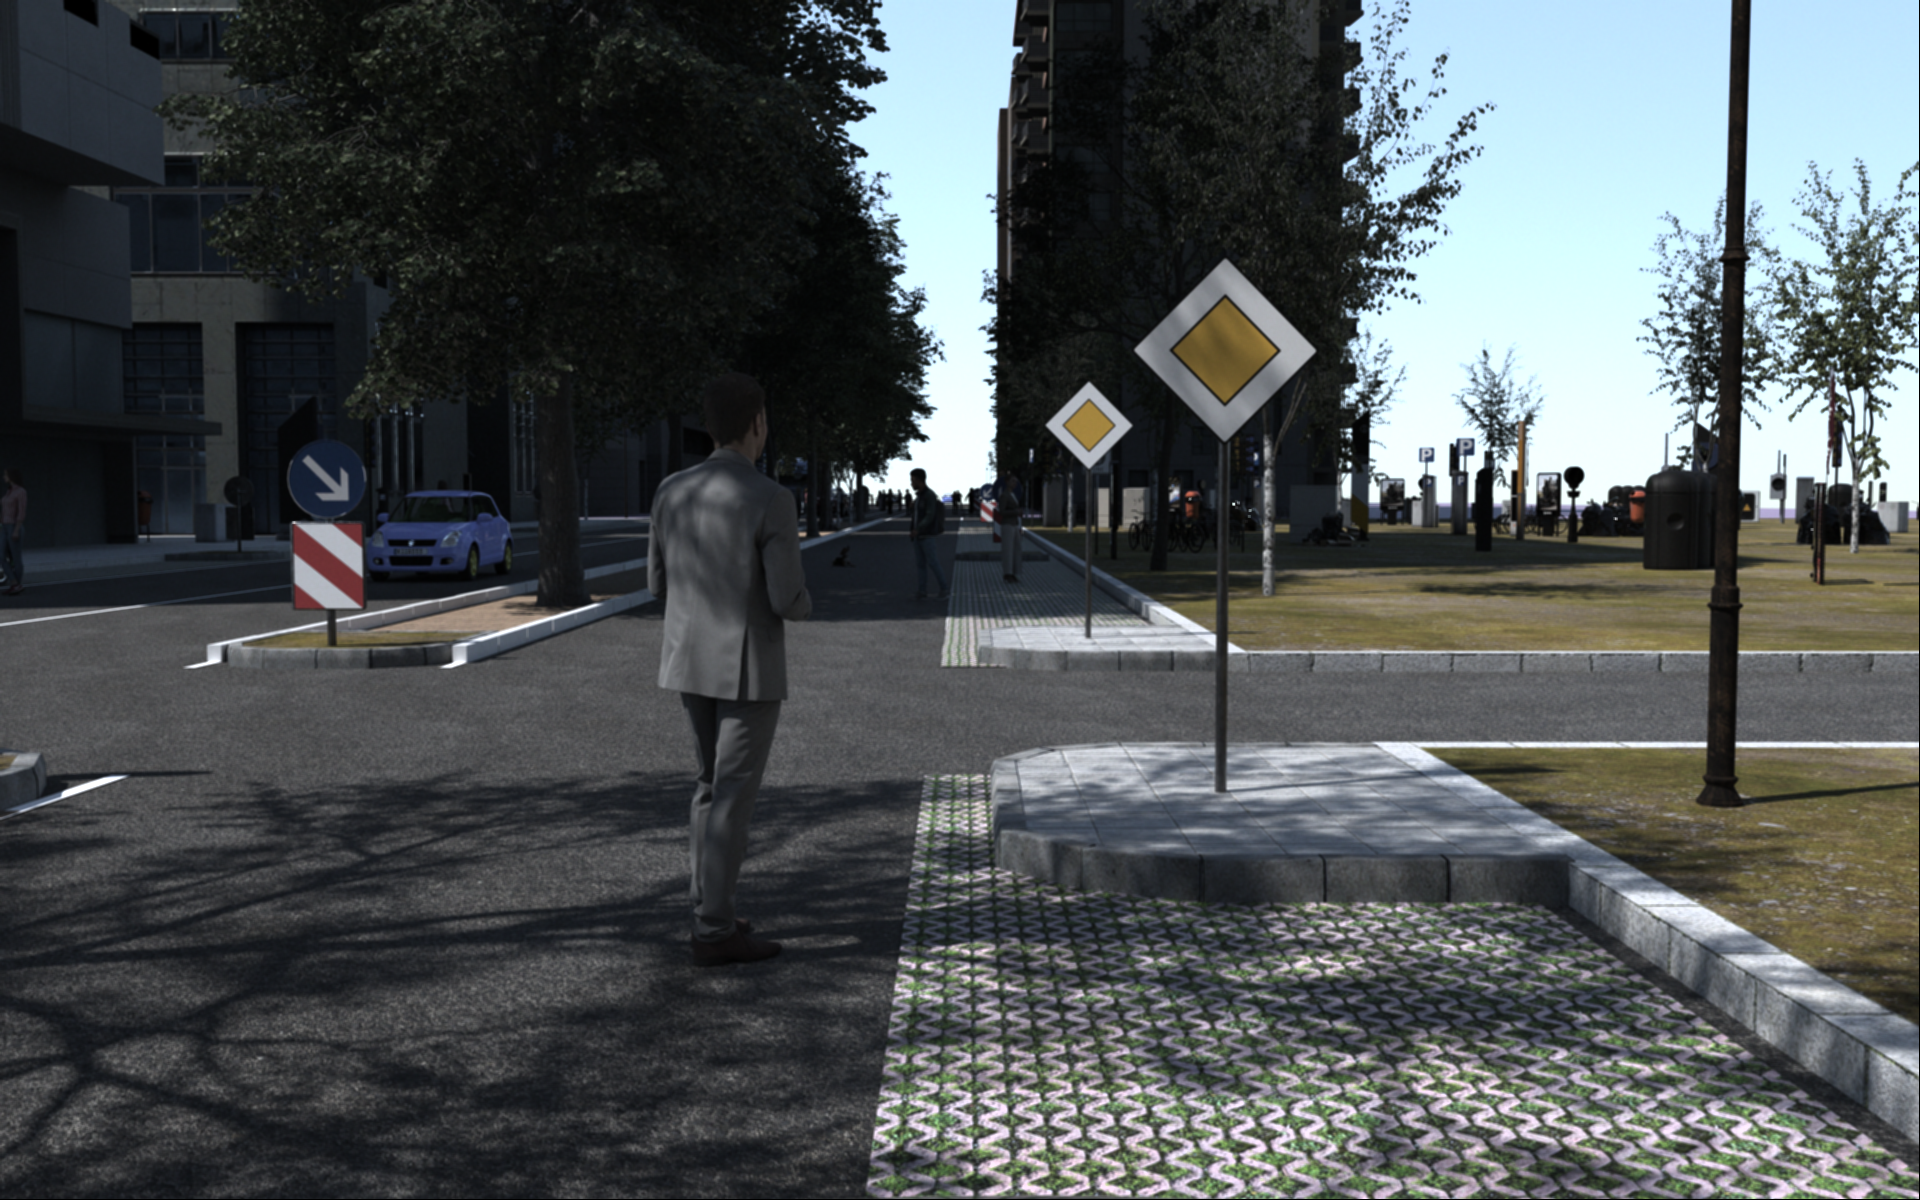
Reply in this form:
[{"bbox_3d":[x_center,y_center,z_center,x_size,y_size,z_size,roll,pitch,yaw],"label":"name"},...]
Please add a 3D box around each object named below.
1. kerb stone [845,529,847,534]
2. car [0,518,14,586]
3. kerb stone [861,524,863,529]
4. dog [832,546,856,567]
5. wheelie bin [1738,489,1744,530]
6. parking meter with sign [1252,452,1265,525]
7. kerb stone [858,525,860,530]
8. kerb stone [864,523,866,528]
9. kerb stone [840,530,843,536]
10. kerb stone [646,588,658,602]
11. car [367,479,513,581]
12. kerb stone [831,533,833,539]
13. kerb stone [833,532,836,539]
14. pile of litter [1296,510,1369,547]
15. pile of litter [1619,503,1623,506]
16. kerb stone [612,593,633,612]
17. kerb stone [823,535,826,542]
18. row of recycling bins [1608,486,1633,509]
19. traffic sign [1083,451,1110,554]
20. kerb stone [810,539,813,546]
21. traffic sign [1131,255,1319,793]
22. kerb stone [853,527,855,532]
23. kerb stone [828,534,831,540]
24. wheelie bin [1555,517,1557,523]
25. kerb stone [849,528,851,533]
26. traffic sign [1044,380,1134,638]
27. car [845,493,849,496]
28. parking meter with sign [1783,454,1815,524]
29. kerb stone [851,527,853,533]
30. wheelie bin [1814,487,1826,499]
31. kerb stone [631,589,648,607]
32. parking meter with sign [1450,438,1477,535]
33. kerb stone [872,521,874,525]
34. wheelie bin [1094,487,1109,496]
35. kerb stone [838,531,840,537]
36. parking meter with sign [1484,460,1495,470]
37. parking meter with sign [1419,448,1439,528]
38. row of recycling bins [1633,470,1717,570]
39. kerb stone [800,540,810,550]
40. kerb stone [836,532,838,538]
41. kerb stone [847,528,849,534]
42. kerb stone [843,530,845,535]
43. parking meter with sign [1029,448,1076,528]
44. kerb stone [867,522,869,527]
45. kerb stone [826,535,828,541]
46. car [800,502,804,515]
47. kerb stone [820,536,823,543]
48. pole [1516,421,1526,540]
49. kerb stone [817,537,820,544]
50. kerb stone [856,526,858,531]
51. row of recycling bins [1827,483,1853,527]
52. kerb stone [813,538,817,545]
[{"bbox_3d":[-4.114,-2.330,60.292,0.120,0.150,1.000,0,4,0],"label":"kerb stone"},{"bbox_3d":[-15.685,-1.012,25.348,1.959,1.807,4.718,0,3,0],"label":"car"},{"bbox_3d":[-4.093,-2.895,69.527,0.120,0.150,1.000,0,4,0],"label":"kerb stone"},{"bbox_3d":[-2.286,-0.871,34.434,0.550,0.427,0.748,0,4,6],"label":"dog"},{"bbox_3d":[27.468,-3.290,61.692,0.980,1.594,0.693,-1,4,-13],"label":"wheelie bin"},{"bbox_3d":[12.617,-4.683,72.823,0.543,3.016,1.738,2,4,30],"label":"parking meter with sign"},{"bbox_3d":[-4.100,-2.769,67.472,0.120,0.150,1.000,0,4,0],"label":"kerb stone"},{"bbox_3d":[-4.093,-3.020,71.578,0.120,0.150,1.000,0,4,0],"label":"kerb stone"},{"bbox_3d":[-4.120,-2.204,58.238,0.120,0.150,1.000,0,4,0],"label":"kerb stone"},{"bbox_3d":[-4.209,-0.072,23.376,0.120,0.150,1.000,0,4,0],"label":"kerb stone"},{"bbox_3d":[-8.881,-1.229,29.691,1.945,1.707,3.694,0,4,-1],"label":"car"},{"bbox_3d":[-4.133,-1.954,54.137,0.120,0.150,1.000,0,4,0],"label":"kerb stone"},{"bbox_3d":[-4.132,-2.012,55.160,0.120,0.150,1.000,0,4,0],"label":"kerb stone"},{"bbox_3d":[9.189,-1.754,42.640,1.719,0.858,1.176,1,4,22],"label":"pile of litter"},{"bbox_3d":[30.623,-4.065,80.428,1.719,0.858,1.176,2,4,32],"label":"pile of litter"},{"bbox_3d":[-4.218,0.053,21.326,0.120,0.150,1.000,0,4,0],"label":"kerb stone"},{"bbox_3d":[-4.137,-1.760,51.058,0.120,0.150,1.000,0,4,0],"label":"kerb stone"},{"bbox_3d":[32.839,-4.725,84.359,1.069,1.692,3.534,-1,4,-15],"label":"row of recycling bins"},{"bbox_3d":[2.898,-2.116,36.723,0.606,2.300,0.079,0,4,5],"label":"traffic sign"},{"bbox_3d":[-4.149,-1.514,46.956,0.120,0.150,1.000,0,4,0],"label":"kerb stone"},{"bbox_3d":[1.120,-0.229,7.395,0.795,2.450,0.064,0,4,0],"label":"traffic sign"},{"bbox_3d":[-4.102,-2.580,64.393,0.120,0.150,1.000,0,4,0],"label":"kerb stone"},{"bbox_3d":[-4.138,-1.890,53.107,0.120,0.150,1.000,0,4,0],"label":"kerb stone"},{"bbox_3d":[25.541,-4.113,75.152,0.980,1.594,0.693,3,5,43],"label":"wheelie bin"},{"bbox_3d":[-4.107,-2.456,62.346,0.120,0.150,1.000,0,4,0],"label":"kerb stone"},{"bbox_3d":[1.140,-0.718,15.380,0.795,2.450,0.064,0,4,0],"label":"traffic sign"},{"bbox_3d":[-12.860,-11.278,193.988,1.945,1.707,3.694,0,4,-1],"label":"car"},{"bbox_3d":[36.534,-4.806,74.839,1.738,3.016,0.543,2,4,29],"label":"parking meter with sign"},{"bbox_3d":[-4.108,-2.518,63.371,0.120,0.150,1.000,0,4,0],"label":"kerb stone"},{"bbox_3d":[40.869,-4.571,82.641,0.693,1.594,0.980,-3,4,-38],"label":"wheelie bin"},{"bbox_3d":[-4.212,-0.007,22.348,0.120,0.150,1.000,0,4,0],"label":"kerb stone"},{"bbox_3d":[15.842,-3.582,54.821,0.543,3.016,1.738,0,4,7],"label":"parking meter with sign"},{"bbox_3d":[-4.066,-3.396,77.728,0.120,0.150,1.000,0,4,0],"label":"kerb stone"},{"bbox_3d":[6.141,-3.979,72.957,0.980,1.594,0.693,1,4,19],"label":"wheelie bin"},{"bbox_3d":[-4.130,-2.139,57.209,0.120,0.150,1.000,0,4,0],"label":"kerb stone"},{"bbox_3d":[26.620,-5.631,88.334,0.543,3.016,1.738,-1,4,-9],"label":"parking meter with sign"},{"bbox_3d":[17.836,-4.247,65.700,0.543,3.016,1.738,2,4,25],"label":"parking meter with sign"},{"bbox_3d":[12.837,-1.435,30.572,1.069,1.692,3.534,2,4,32],"label":"row of recycling bins"},{"bbox_3d":[-4.149,-1.452,45.932,0.120,0.150,1.000,0,4,0],"label":"kerb stone"},{"bbox_3d":[-4.137,-2.079,56.181,0.120,0.150,1.000,0,4,0],"label":"kerb stone"},{"bbox_3d":[-4.125,-2.393,61.319,0.120,0.150,1.000,0,4,0],"label":"kerb stone"},{"bbox_3d":[-4.118,-2.259,59.269,0.120,0.150,1.000,0,4,0],"label":"kerb stone"},{"bbox_3d":[3.572,-4.292,66.434,1.738,3.016,0.543,-1,4,-14],"label":"parking meter with sign"},{"bbox_3d":[-4.081,-3.145,73.624,0.120,0.150,1.000,0,4,0],"label":"kerb stone"},{"bbox_3d":[-4.135,-1.828,52.085,0.120,0.150,1.000,0,4,0],"label":"kerb stone"},{"bbox_3d":[-11.729,-6.517,118.916,2.083,1.381,4.827,0,4,-1],"label":"car"},{"bbox_3d":[-4.144,-1.702,50.026,0.120,0.150,1.000,0,4,0],"label":"kerb stone"},{"bbox_3d":[15.737,-3.347,48.563,0.158,3.312,0.155,0,3,0],"label":"pole"},{"bbox_3d":[-4.145,-1.639,48.999,0.120,0.150,1.000,0,4,0],"label":"kerb stone"},{"bbox_3d":[-4.100,-2.706,66.441,0.120,0.150,1.000,0,4,0],"label":"kerb stone"},{"bbox_3d":[34.853,-3.752,68.453,1.069,1.692,3.534,2,4,28],"label":"row of recycling bins"},{"bbox_3d":[-4.143,-1.577,47.977,0.120,0.150,1.000,0,4,0],"label":"kerb stone"}]
